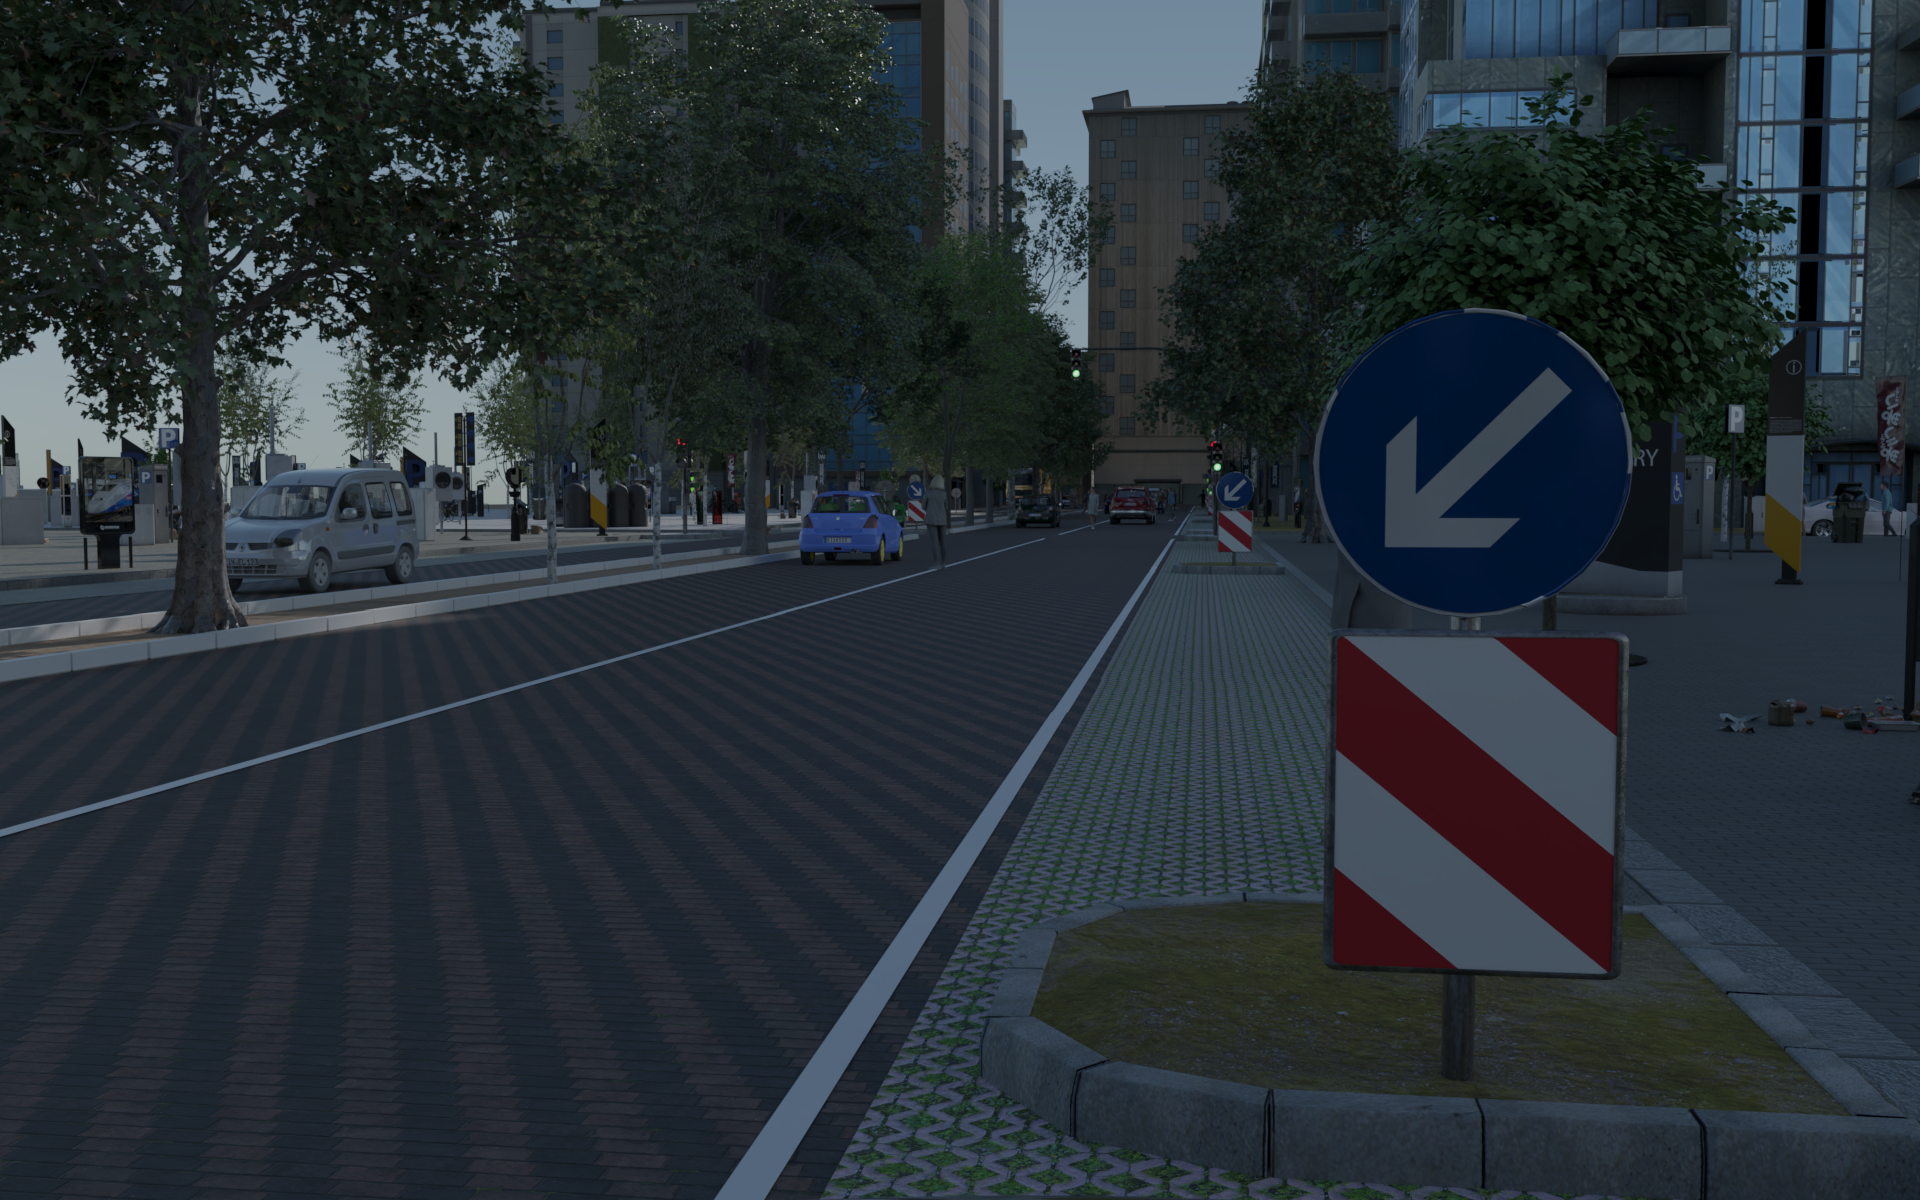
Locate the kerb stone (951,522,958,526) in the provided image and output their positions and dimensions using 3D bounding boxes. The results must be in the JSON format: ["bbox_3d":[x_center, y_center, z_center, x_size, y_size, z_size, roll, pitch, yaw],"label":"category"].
[{"bbox_3d":[-0.351,-3.428,78.289,0.120,0.150,1.000,0,4,8],"label":"kerb stone"}]

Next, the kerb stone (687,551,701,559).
[{"bbox_3d":[-5.966,-0.976,38.199,0.120,0.150,1.000,0,4,8],"label":"kerb stone"}]

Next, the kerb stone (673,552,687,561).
[{"bbox_3d":[-6.113,-0.917,37.181,0.120,0.150,1.000,0,4,8],"label":"kerb stone"}]

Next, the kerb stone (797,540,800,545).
[{"bbox_3d":[-4.542,-1.598,48.344,0.120,0.150,1.000,0,4,8],"label":"kerb stone"}]

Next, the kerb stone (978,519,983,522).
[{"bbox_3d":[0.926,-3.987,87.411,0.120,0.150,1.000,0,4,8],"label":"kerb stone"}]

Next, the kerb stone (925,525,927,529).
[{"bbox_3d":[-1.486,-2.932,70.187,0.120,0.150,1.000,0,4,8],"label":"kerb stone"}]

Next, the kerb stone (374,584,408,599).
[{"bbox_3d":[-7.954,-0.106,23.963,0.120,0.150,1.000,0,4,8],"label":"kerb stone"}]

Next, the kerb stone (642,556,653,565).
[{"bbox_3d":[-6.393,-0.787,35.153,0.120,0.150,1.000,0,4,8],"label":"kerb stone"}]

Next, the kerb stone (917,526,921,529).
[{"bbox_3d":[-1.771,-2.808,68.158,0.120,0.150,1.000,0,4,8],"label":"kerb stone"}]

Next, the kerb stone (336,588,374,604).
[{"bbox_3d":[-8.099,-0.046,22.951,0.120,0.150,1.000,0,4,8],"label":"kerb stone"}]

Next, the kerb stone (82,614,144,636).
[{"bbox_3d":[-8.807,0.268,17.867,0.120,0.150,1.000,0,4,8],"label":"kerb stone"}]

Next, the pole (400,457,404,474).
[{"bbox_3d":[-30.311,-6.134,94.140,0.158,3.312,0.155,0,3,0],"label":"pole"}]

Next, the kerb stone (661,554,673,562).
[{"bbox_3d":[-6.248,-0.853,36.165,0.120,0.150,1.000,0,4,8],"label":"kerb stone"}]

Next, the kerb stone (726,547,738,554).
[{"bbox_3d":[-5.541,-1.164,41.240,0.120,0.150,1.000,0,4,8],"label":"kerb stone"}]

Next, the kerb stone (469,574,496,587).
[{"bbox_3d":[-7.533,-0.294,27.002,0.120,0.150,1.000,0,4,8],"label":"kerb stone"}]

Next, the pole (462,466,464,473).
[{"bbox_3d":[-32.337,-7.277,112.822,0.158,3.312,0.155,0,3,0],"label":"pole"}]

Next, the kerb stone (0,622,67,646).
[{"bbox_3d":[-8.951,0.327,16.853,0.120,0.150,1.000,0,4,8],"label":"kerb stone"}]

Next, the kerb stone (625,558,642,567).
[{"bbox_3d":[-6.537,-0.730,34.137,0.120,0.150,1.000,0,4,8],"label":"kerb stone"}]

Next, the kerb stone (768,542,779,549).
[{"bbox_3d":[-4.974,-1.413,45.297,0.120,0.150,1.000,0,4,8],"label":"kerb stone"}]

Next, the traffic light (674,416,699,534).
[{"bbox_3d":[-8.846,-4.086,55.729,0.839,4.253,0.868,0,4,8],"label":"traffic light"}]

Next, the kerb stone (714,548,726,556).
[{"bbox_3d":[-5.679,-1.103,40.228,0.120,0.150,1.000,0,4,8],"label":"kerb stone"}]

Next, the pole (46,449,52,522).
[{"bbox_3d":[-41.640,-5.221,79.207,0.158,3.312,0.155,0,3,0],"label":"pole"}]

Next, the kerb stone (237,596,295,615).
[{"bbox_3d":[-8.380,0.079,20.927,0.120,0.150,1.000,0,4,8],"label":"kerb stone"}]

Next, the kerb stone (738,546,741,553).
[{"bbox_3d":[-5.391,-1.219,42.252,0.120,0.150,1.000,0,4,8],"label":"kerb stone"}]

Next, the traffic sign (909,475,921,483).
[{"bbox_3d":[-2.941,-6.881,112.616,0.768,2.556,0.104,1,4,15],"label":"traffic sign"}]

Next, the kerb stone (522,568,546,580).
[{"bbox_3d":[-7.239,-0.419,29.046,0.120,0.150,1.000,0,4,8],"label":"kerb stone"}]

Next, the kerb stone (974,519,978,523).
[{"bbox_3d":[0.643,-3.861,85.386,0.120,0.150,1.000,0,4,8],"label":"kerb stone"}]

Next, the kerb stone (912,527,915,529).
[{"bbox_3d":[-1.913,-2.747,67.135,0.120,0.150,1.000,0,4,8],"label":"kerb stone"}]

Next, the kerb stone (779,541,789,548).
[{"bbox_3d":[-4.826,-1.475,46.310,0.120,0.150,1.000,0,4,8],"label":"kerb stone"}]

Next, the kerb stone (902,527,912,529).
[{"bbox_3d":[-2.052,-2.686,66.106,0.120,0.150,1.000,0,4,8],"label":"kerb stone"}]

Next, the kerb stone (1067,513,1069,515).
[{"bbox_3d":[6.977,-5.707,115.505,0.120,0.150,1.000,0,4,8],"label":"kerb stone"}]

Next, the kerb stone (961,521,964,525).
[{"bbox_3d":[-0.061,-3.546,80.317,0.120,0.150,1.000,0,4,8],"label":"kerb stone"}]

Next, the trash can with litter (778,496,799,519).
[{"bbox_3d":[-8.990,-4.847,90.635,1.055,1.170,0.624,-1,4,-16],"label":"trash can with litter"}]

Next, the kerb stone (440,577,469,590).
[{"bbox_3d":[-7.674,-0.232,25.990,0.120,0.150,1.000,0,4,8],"label":"kerb stone"}]

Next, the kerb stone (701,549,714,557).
[{"bbox_3d":[-5.821,-1.041,39.213,0.120,0.150,1.000,0,4,8],"label":"kerb stone"}]

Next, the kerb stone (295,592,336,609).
[{"bbox_3d":[-8.239,0.016,21.939,0.120,0.150,1.000,0,4,8],"label":"kerb stone"}]

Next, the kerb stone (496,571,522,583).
[{"bbox_3d":[-7.389,-0.357,28.028,0.120,0.150,1.000,0,4,8],"label":"kerb stone"}]

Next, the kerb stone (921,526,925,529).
[{"bbox_3d":[-1.625,-2.873,69.172,0.120,0.150,1.000,0,4,8],"label":"kerb stone"}]

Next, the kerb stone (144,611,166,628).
[{"bbox_3d":[-8.667,0.202,18.886,0.120,0.150,1.000,0,4,8],"label":"kerb stone"}]

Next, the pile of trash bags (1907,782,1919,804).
[{"bbox_3d":[4.833,0.242,5.788,1.912,1.369,3.447,0,4,2],"label":"pile of trash bags"}]

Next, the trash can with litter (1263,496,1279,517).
[{"bbox_3d":[17.763,-5.337,98.648,1.055,1.170,0.624,1,4,13],"label":"trash can with litter"}]

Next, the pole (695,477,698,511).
[{"bbox_3d":[-20.249,-8.528,133.274,0.158,3.312,0.155,0,3,0],"label":"pole"}]

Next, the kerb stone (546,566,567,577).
[{"bbox_3d":[-7.100,-0.481,30.058,0.120,0.150,1.000,0,4,8],"label":"kerb stone"}]

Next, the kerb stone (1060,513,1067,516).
[{"bbox_3d":[6.837,-5.645,114.493,0.120,0.150,1.000,0,4,8],"label":"kerb stone"}]

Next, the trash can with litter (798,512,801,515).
[{"bbox_3d":[-8.856,-5.670,103.763,2.233,1.210,1.678,1,4,15],"label":"trash can with litter"}]

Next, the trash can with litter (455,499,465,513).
[{"bbox_3d":[-30.690,-5.862,107.227,0.624,1.170,1.055,2,4,34],"label":"trash can with litter"}]

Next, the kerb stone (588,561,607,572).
[{"bbox_3d":[-6.822,-0.605,32.086,0.120,0.150,1.000,0,4,8],"label":"kerb stone"}]

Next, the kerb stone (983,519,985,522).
[{"bbox_3d":[1.066,-4.051,88.424,0.120,0.150,1.000,0,4,8],"label":"kerb stone"}]

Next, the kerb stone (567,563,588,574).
[{"bbox_3d":[-6.955,-0.543,31.070,0.120,0.150,1.000,0,4,8],"label":"kerb stone"}]

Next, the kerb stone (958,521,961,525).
[{"bbox_3d":[-0.207,-3.493,79.303,0.120,0.150,1.000,0,4,8],"label":"kerb stone"}]

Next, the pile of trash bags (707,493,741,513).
[{"bbox_3d":[-16.110,-6.715,119.548,1.912,1.369,3.447,1,4,23],"label":"pile of trash bags"}]

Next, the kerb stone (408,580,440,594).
[{"bbox_3d":[-7.815,-0.170,24.978,0.120,0.150,1.000,0,4,8],"label":"kerb stone"}]

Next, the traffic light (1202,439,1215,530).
[{"bbox_3d":[9.012,-4.428,61.317,0.839,4.253,0.868,0,4,8],"label":"traffic light"}]

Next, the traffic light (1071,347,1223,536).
[{"bbox_3d":[5.821,-4.825,53.558,4.771,5.953,1.251,0,4,8],"label":"traffic light"}]

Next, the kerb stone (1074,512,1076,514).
[{"bbox_3d":[7.840,-6.079,121.596,0.120,0.150,1.000,0,4,8],"label":"kerb stone"}]

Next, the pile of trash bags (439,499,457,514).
[{"bbox_3d":[-31.949,-5.759,103.909,1.912,1.369,3.447,1,4,22],"label":"pile of trash bags"}]

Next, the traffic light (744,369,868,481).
[{"bbox_3d":[-5.655,-5.426,63.383,4.771,5.953,1.251,0,4,8],"label":"traffic light"}]

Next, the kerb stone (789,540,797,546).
[{"bbox_3d":[-4.686,-1.537,47.328,0.120,0.150,1.000,0,4,8],"label":"kerb stone"}]

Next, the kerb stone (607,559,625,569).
[{"bbox_3d":[-6.671,-0.665,33.116,0.120,0.150,1.000,0,4,8],"label":"kerb stone"}]
